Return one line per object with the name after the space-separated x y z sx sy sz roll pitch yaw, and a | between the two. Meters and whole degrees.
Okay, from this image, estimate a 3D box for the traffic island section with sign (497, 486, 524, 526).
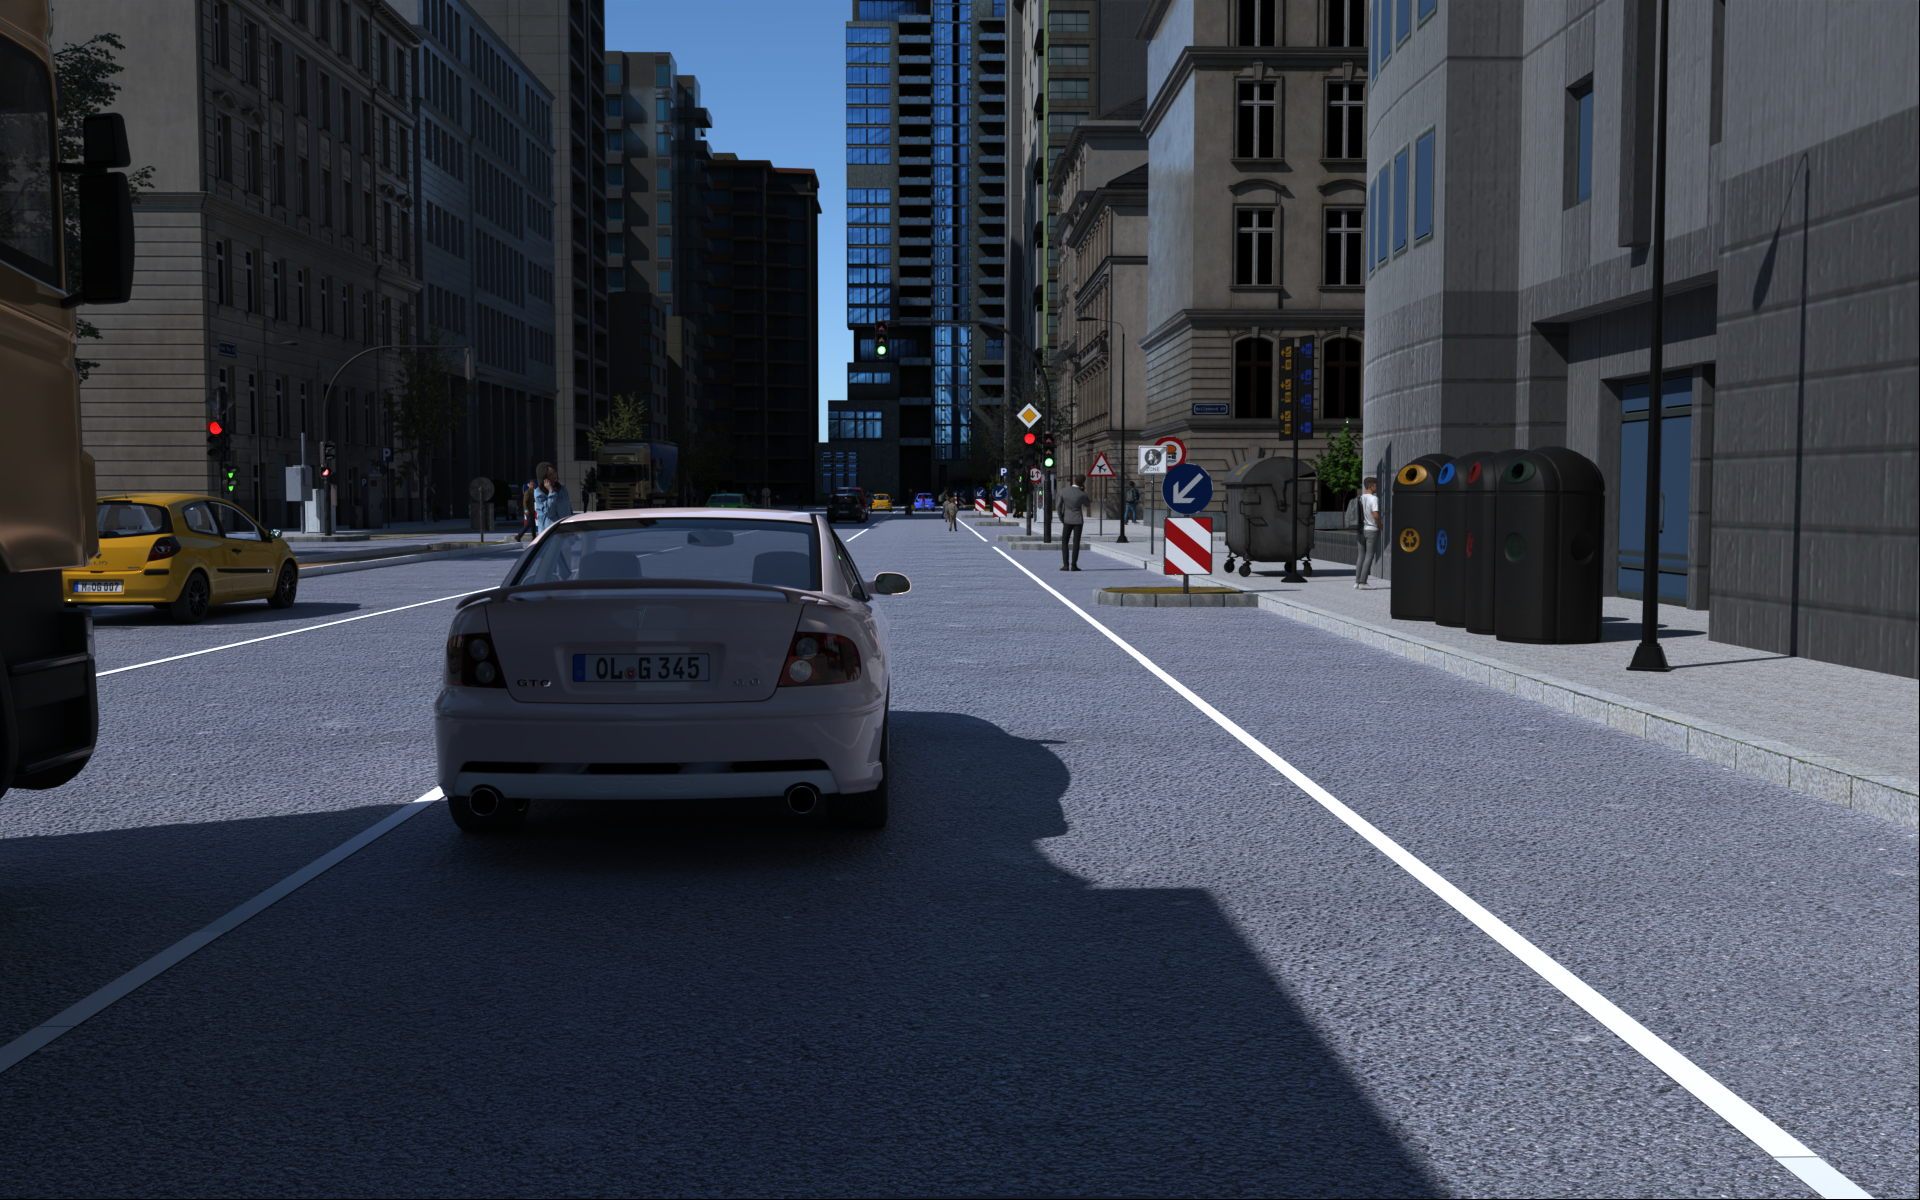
-19.566 -4.225 77.707 1.989 1.847 2.006 0 4 -1 | traffic island section with sign

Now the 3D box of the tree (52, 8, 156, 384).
-21.648 -7.815 34.430 9.857 13.997 8.962 0 3 0 | tree

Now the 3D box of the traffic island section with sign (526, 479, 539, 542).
-12.857 -2.737 52.891 2.006 1.907 1.989 0 4 -1 | traffic island section with sign

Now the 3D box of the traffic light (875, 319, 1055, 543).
0.184 -4.317 45.254 4.771 5.953 1.251 0 4 -1 | traffic light

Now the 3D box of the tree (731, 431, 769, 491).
-24.512 -15.414 202.388 4.360 8.622 3.978 0 3 0 | tree

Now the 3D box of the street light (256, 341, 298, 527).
-20.833 -4.911 52.830 1.470 5.913 1.316 0 4 -1 | street light

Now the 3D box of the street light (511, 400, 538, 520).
-21.472 -6.899 85.339 1.470 5.913 1.316 0 4 -1 | street light

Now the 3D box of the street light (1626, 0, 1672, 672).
4.490 -2.442 12.464 1.470 5.913 1.316 0 4 -1 | street light

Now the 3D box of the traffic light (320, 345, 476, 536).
-17.257 -4.794 53.045 4.771 5.953 1.251 0 4 -1 | traffic light

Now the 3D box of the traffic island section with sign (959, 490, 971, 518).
1.091 -5.909 105.236 1.989 1.847 2.006 0 4 -1 | traffic island section with sign

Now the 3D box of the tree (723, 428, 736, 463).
-24.376 -13.530 171.581 4.737 8.622 4.395 0 3 0 | tree

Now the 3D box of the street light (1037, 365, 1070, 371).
3.473 -5.490 62.304 1.470 5.913 1.316 0 4 -1 | street light

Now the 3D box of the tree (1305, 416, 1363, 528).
9.667 -2.980 43.318 1.663 3.219 1.824 0 3 0 | tree

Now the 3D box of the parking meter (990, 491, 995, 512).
2.299 -7.009 123.004 0.372 1.533 0.369 0 3 0 | parking meter

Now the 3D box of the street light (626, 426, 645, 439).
-22.162 -8.897 118.015 1.470 5.913 1.316 0 4 -1 | street light

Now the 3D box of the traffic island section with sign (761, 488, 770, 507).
-14.406 -7.332 128.013 2.006 1.907 1.989 0 4 -1 | traffic island section with sign

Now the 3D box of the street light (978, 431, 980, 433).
2.006 -9.540 128.520 1.470 5.913 1.316 0 4 -1 | street light

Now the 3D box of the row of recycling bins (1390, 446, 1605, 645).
5.049 -0.571 16.441 1.069 1.692 3.534 0 4 -5 | row of recycling bins

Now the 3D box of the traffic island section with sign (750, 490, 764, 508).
-21.693 -10.607 182.044 1.989 1.847 2.006 0 4 -1 | traffic island section with sign

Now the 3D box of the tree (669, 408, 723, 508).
-23.491 -12.161 149.200 4.737 8.622 4.395 0 3 0 | tree

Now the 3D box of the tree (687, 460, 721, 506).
-24.626 -11.185 166.589 4.285 4.588 4.351 0 3 0 | tree

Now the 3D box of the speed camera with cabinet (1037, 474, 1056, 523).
3.874 -5.075 77.307 0.660 3.252 2.038 1 4 12 | speed camera with cabinet

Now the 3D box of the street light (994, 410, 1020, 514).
2.726 -7.505 95.252 1.470 5.913 1.316 0 4 -1 | street light

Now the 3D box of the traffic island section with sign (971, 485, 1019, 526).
1.654 -4.251 78.130 1.989 1.847 2.006 0 4 -1 | traffic island section with sign

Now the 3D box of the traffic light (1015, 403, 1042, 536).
2.110 -3.945 53.422 0.839 4.253 0.868 0 4 -1 | traffic light

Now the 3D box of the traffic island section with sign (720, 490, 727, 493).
-21.144 -8.958 155.095 1.989 1.847 2.006 0 4 -1 | traffic island section with sign

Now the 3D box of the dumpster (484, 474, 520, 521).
-22.120 -4.949 83.413 1.502 2.255 1.985 0 4 -1 | dumpster

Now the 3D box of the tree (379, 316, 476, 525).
-22.331 -7.452 72.197 4.737 8.622 4.395 0 3 0 | tree

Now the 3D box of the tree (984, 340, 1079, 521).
3.643 -8.141 83.460 4.360 8.622 3.978 0 3 0 | tree

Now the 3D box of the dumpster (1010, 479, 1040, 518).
3.453 -5.472 91.955 1.502 2.255 1.985 0 4 -1 | dumpster

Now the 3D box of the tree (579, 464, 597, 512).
-23.844 -7.164 111.739 1.663 3.219 1.824 0 3 0 | tree

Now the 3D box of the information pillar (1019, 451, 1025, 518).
3.406 -6.298 94.331 0.183 3.616 0.504 -3 5 -40 | information pillar

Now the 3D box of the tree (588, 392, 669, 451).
-24.233 -10.618 123.972 4.737 8.622 4.395 0 3 0 | tree

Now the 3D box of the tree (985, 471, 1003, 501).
3.164 -9.193 144.907 1.663 3.219 1.824 0 3 0 | tree

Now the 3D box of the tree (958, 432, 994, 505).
1.917 -15.526 204.207 4.737 8.622 4.395 0 3 0 | tree

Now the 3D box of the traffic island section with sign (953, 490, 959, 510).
0.071 -8.969 155.270 1.989 1.847 2.006 0 4 -1 | traffic island section with sign

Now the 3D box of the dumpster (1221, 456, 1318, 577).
4.902 -1.326 27.433 1.264 1.857 1.865 0 4 -1 | dumpster

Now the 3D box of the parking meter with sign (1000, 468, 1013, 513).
3.128 -7.283 115.336 0.543 3.016 1.738 1 4 16 | parking meter with sign

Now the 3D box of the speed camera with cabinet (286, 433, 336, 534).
-21.254 -3.815 56.706 0.660 3.252 2.038 1 4 11 | speed camera with cabinet

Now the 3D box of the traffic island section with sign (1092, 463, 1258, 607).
2.781 -0.872 22.882 1.989 1.847 2.006 0 4 -1 | traffic island section with sign

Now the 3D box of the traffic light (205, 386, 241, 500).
-19.183 -3.429 44.984 0.839 4.253 0.868 0 4 -1 | traffic light

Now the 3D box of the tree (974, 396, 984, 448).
2.931 -10.376 120.008 4.360 8.622 3.978 0 3 0 | tree

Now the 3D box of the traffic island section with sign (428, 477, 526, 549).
-12.715 -2.284 45.485 2.006 1.907 1.989 0 4 -1 | traffic island section with sign

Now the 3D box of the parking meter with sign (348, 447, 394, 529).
-21.767 -4.141 63.971 0.543 3.016 1.738 2 4 30 | parking meter with sign
